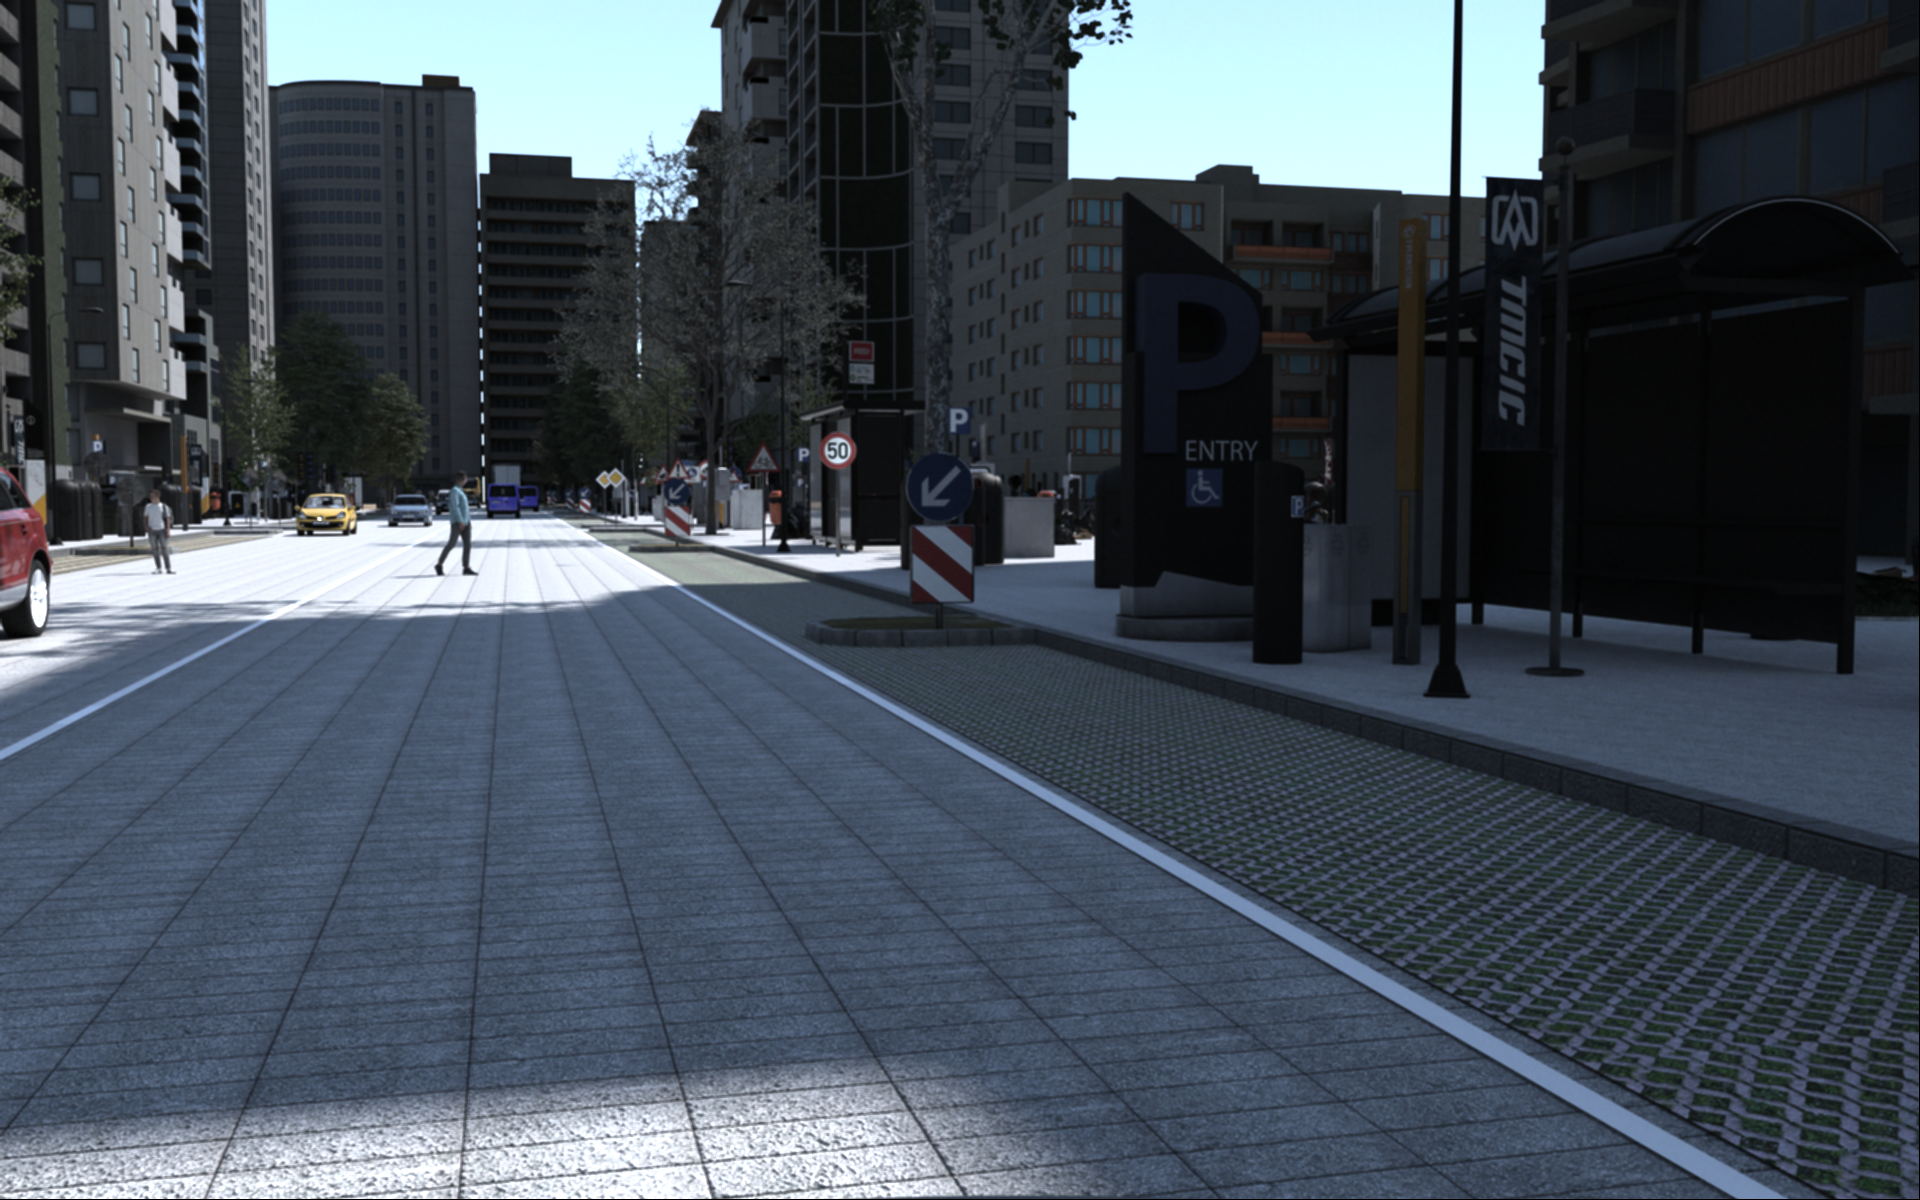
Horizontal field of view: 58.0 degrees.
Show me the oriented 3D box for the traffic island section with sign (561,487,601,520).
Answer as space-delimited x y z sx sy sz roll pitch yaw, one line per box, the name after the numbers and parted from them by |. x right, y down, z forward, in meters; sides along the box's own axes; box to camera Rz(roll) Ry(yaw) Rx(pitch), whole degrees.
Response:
-21.287 -5.445 97.647 1.989 1.847 2.006 -1 4 -14 | traffic island section with sign

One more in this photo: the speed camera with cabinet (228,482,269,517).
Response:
-39.322 -6.201 95.721 2.038 3.252 0.660 -1 4 -18 | speed camera with cabinet

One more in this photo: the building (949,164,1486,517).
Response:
16.674 -16.316 111.807 28.899 21.520 27.650 -1 4 -14 | building

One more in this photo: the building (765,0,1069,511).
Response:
-4.234 -42.774 137.613 20.563 71.187 20.611 -1 4 -14 | building

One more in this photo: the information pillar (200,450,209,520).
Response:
-37.614 -5.799 86.168 0.504 3.616 0.183 1 4 18 | information pillar

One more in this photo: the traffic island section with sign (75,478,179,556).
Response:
-19.715 -1.986 41.107 1.989 1.847 2.006 -1 4 -14 | traffic island section with sign

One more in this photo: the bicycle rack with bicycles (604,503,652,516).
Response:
-19.776 -5.533 103.844 2.925 0.926 2.852 0 4 -6 | bicycle rack with bicycles

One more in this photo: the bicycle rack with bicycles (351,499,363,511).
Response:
-46.920 -7.240 131.760 2.852 0.926 2.925 1 4 10 | bicycle rack with bicycles

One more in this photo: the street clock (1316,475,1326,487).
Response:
13.637 -3.713 65.285 0.358 2.002 0.471 -1 4 -16 | street clock

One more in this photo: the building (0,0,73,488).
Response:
-55.645 -19.439 89.523 14.160 30.474 14.107 -1 4 -14 | building

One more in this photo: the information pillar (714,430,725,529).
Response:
-8.820 -4.374 62.868 0.504 3.616 0.183 0 4 -3 | information pillar

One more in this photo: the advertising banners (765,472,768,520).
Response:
-9.739 -5.504 86.172 0.090 3.025 2.074 0 4 5 | advertising banners

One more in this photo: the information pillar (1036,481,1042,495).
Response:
4.565 -5.832 99.849 0.304 2.012 0.304 0 4 -8 | information pillar

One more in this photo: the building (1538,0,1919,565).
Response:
25.449 -23.351 36.412 22.147 44.769 28.867 -1 4 -14 | building

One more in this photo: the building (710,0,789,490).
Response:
-8.603 -35.626 171.721 28.713 52.752 27.495 -1 4 -14 | building

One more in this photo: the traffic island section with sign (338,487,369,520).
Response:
-33.410 -5.228 94.112 1.989 1.847 2.006 -1 4 -14 | traffic island section with sign

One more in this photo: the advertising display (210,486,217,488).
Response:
-58.912 -8.049 136.817 0.123 1.923 0.974 0 4 2 | advertising display

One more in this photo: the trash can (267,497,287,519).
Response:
-34.387 -4.642 87.551 0.748 1.137 0.748 0 3 0 | trash can

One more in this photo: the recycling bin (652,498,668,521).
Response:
-14.192 -4.281 82.545 0.722 1.027 0.722 -1 4 -18 | recycling bin

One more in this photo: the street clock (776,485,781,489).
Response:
-14.156 -8.015 135.607 0.358 2.002 0.471 2 4 31 | street clock

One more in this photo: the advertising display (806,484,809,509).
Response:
-10.110 -6.439 110.497 0.974 1.923 0.123 1 4 14 | advertising display

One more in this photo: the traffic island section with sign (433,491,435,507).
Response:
-59.615 -11.436 195.606 1.989 1.847 2.006 -1 4 -14 | traffic island section with sign

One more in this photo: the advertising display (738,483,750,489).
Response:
-12.557 -5.903 101.721 0.974 1.923 0.123 0 4 7 | advertising display

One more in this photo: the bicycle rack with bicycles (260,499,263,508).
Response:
-47.863 -6.626 121.713 2.852 0.926 2.925 0 4 -3 | bicycle rack with bicycles

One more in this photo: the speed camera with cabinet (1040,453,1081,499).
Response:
4.778 -5.383 82.340 2.038 3.252 0.660 -2 4 -35 | speed camera with cabinet

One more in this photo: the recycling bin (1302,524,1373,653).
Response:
2.934 -0.113 14.399 0.722 1.027 0.722 -3 5 -43 | recycling bin

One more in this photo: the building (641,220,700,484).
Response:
-38.928 -34.775 252.168 14.086 41.232 14.154 -1 4 -14 | building

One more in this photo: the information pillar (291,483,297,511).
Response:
-46.032 -7.049 119.747 0.304 2.012 0.304 -1 4 -16 | information pillar

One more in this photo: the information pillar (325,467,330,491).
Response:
-51.397 -9.129 140.617 0.504 3.616 0.183 1 4 14 | information pillar

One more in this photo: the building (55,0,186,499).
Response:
-70.879 -32.514 120.848 28.713 52.752 27.495 -1 4 -14 | building

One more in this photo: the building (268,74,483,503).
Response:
-82.324 -42.956 244.333 28.212 58.520 21.231 -1 4 -14 | building

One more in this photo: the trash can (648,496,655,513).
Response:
-20.351 -6.315 114.896 0.748 1.137 0.748 0 3 0 | trash can

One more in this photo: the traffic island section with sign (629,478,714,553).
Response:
-7.226 -2.112 43.165 1.989 1.847 2.006 -1 4 -14 | traffic island section with sign

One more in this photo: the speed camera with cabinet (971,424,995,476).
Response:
-0.048 -3.349 49.098 2.038 3.252 0.660 0 4 -2 | speed camera with cabinet

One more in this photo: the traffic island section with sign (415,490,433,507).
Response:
-52.808 -9.822 169.218 1.989 1.847 2.006 -1 4 -14 | traffic island section with sign

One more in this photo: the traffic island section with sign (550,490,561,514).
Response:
-28.161 -7.073 124.278 1.989 1.847 2.006 -1 4 -14 | traffic island section with sign

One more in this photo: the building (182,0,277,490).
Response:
-85.732 -45.679 185.095 20.611 71.187 20.563 -1 4 -14 | building

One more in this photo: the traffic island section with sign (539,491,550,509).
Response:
-40.419 -9.975 171.711 1.989 1.847 2.006 -1 4 -14 | traffic island section with sign

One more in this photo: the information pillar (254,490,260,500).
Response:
-54.540 -7.941 134.332 0.304 2.012 0.304 0 4 3 | information pillar

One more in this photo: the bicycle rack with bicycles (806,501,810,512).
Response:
-7.246 -5.012 95.329 2.852 0.926 2.925 -3 5 -43 | bicycle rack with bicycles

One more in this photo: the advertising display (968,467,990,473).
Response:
0.214 -2.172 40.731 0.974 1.923 0.123 0 4 -2 | advertising display

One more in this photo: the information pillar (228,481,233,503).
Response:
-40.755 -5.641 96.727 0.304 2.012 0.304 -1 4 -16 | information pillar

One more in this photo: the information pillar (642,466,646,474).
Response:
-26.331 -9.347 144.183 0.183 3.616 0.504 2 4 27 | information pillar

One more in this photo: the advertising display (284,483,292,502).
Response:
-38.453 -5.698 98.377 0.974 1.923 0.123 0 4 0 | advertising display

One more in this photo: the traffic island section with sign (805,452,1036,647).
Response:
-0.475 -0.516 17.066 1.989 1.847 2.006 -1 4 -14 | traffic island section with sign

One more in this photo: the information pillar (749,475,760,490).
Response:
-7.751 -3.727 65.421 0.304 2.012 0.304 1 4 19 | information pillar

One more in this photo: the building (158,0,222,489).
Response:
-76.882 -51.147 148.920 22.319 86.520 31.000 -1 4 -14 | building

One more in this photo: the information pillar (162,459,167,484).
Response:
-53.349 -7.633 116.160 0.504 3.616 0.183 3 5 44 | information pillar

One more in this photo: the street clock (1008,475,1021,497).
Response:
2.061 -3.708 65.193 0.471 2.002 0.358 -3 4 -36 | street clock

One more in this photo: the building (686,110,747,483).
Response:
-19.533 -33.246 198.200 22.147 44.769 28.867 -1 4 -14 | building

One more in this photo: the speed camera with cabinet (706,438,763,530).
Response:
-8.055 -4.133 61.907 2.038 3.252 0.660 -3 5 -40 | speed camera with cabinet

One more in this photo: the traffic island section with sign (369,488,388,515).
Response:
-40.217 -6.841 120.474 1.989 1.847 2.006 -1 4 -14 | traffic island section with sign

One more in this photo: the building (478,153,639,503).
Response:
-58.103 -38.333 250.444 21.600 48.544 21.300 -1 4 -14 | building

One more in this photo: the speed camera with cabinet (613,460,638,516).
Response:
-19.324 -6.467 100.064 0.660 3.252 2.038 1 4 16 | speed camera with cabinet
